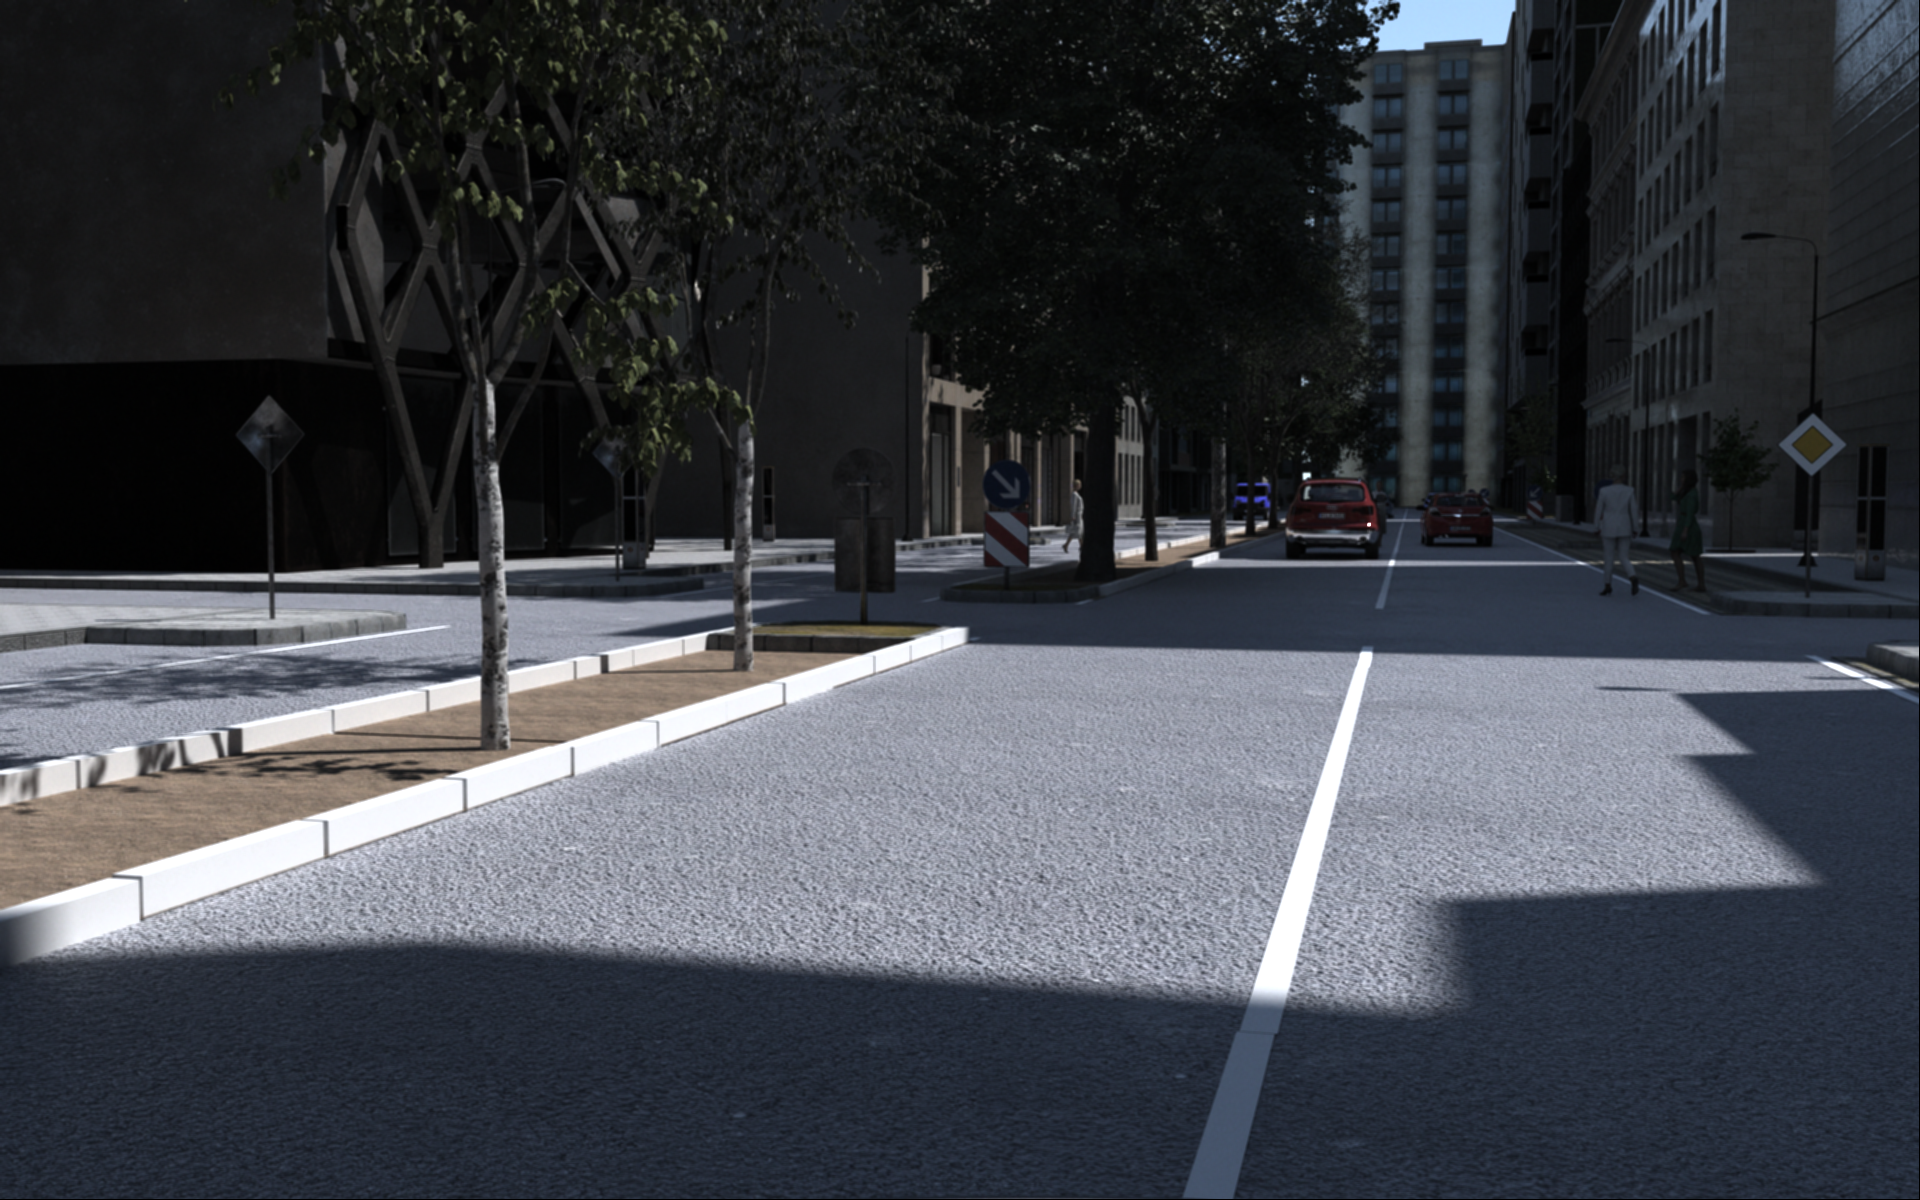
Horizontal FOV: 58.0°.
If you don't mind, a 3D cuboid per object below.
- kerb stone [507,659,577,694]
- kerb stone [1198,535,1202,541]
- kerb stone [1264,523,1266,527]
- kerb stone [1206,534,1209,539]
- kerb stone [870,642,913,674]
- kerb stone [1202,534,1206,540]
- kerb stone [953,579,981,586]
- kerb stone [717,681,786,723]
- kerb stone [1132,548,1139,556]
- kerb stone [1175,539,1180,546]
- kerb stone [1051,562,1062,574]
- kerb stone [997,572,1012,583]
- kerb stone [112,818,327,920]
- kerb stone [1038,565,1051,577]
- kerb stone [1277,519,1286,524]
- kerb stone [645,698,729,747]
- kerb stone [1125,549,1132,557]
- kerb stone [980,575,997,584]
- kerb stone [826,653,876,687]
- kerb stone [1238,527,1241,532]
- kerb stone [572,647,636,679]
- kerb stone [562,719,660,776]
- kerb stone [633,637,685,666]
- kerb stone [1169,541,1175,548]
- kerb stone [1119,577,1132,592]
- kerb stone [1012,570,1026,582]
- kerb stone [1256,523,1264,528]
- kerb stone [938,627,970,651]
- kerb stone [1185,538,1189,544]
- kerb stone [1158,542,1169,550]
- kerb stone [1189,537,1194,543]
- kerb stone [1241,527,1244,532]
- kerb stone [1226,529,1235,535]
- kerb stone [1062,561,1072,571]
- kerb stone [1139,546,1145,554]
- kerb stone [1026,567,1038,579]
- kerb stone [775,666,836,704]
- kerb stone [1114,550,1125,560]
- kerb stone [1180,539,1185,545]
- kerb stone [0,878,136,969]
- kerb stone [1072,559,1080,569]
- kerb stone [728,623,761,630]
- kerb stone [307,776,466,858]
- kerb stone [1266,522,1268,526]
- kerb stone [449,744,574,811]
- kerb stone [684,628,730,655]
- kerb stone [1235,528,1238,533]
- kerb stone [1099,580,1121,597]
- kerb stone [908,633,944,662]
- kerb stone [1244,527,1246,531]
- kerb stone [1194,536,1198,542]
[{"bbox_3d":[-3.148,0.575,12.831,0.120,0.150,1.000,1,4,15],"label":"kerb stone"},{"bbox_3d":[7.062,-1.824,52.024,0.120,0.150,1.000,1,4,15],"label":"kerb stone"},{"bbox_3d":[13.021,-3.222,74.875,0.120,0.150,1.000,1,4,15],"label":"kerb stone"},{"bbox_3d":[7.581,-1.946,54.020,0.120,0.150,1.000,1,4,15],"label":"kerb stone"},{"bbox_3d":[-0.607,0.486,14.255,0.120,0.150,1.000,1,4,15],"label":"kerb stone"},{"bbox_3d":[7.326,-1.885,53.019,0.120,0.150,1.000,1,4,15],"label":"kerb stone"},{"bbox_3d":[0.083,-0.180,25.233,0.120,0.150,1.000,1,4,15],"label":"kerb stone"},{"bbox_3d":[-1.386,0.671,11.288,0.120,0.150,1.000,1,4,15],"label":"kerb stone"},{"bbox_3d":[3.957,-1.096,40.111,0.120,0.150,1.000,1,4,15],"label":"kerb stone"},{"bbox_3d":[5.775,-1.521,47.065,0.120,0.150,1.000,1,4,15],"label":"kerb stone"},{"bbox_3d":[1.640,-0.547,31.180,0.120,0.150,1.000,1,4,15],"label":"kerb stone"},{"bbox_3d":[0.600,-0.307,27.216,0.120,0.150,1.000,1,4,15],"label":"kerb stone"},{"bbox_3d":[-2.677,0.971,6.316,0.120,0.150,1.000,1,4,15],"label":"kerb stone"},{"bbox_3d":[1.379,-0.489,30.192,0.120,0.150,1.000,1,4,15],"label":"kerb stone"},{"bbox_3d":[16.122,-3.951,86.790,0.120,0.150,1.000,1,4,15],"label":"kerb stone"},{"bbox_3d":[-1.635,0.728,10.293,0.120,0.150,1.000,1,4,15],"label":"kerb stone"},{"bbox_3d":[3.700,-1.031,39.116,0.120,0.150,1.000,1,4,15],"label":"kerb stone"},{"bbox_3d":[0.341,-0.245,26.223,0.120,0.150,1.000,1,4,15],"label":"kerb stone"},{"bbox_3d":[-0.868,0.548,13.267,0.120,0.150,1.000,1,4,15],"label":"kerb stone"},{"bbox_3d":[10.175,-2.552,63.955,0.120,0.150,1.000,1,4,15],"label":"kerb stone"},{"bbox_3d":[-2.883,0.512,13.821,0.120,0.150,1.000,1,4,15],"label":"kerb stone"},{"bbox_3d":[-1.894,0.792,9.305,0.120,0.150,1.000,1,4,15],"label":"kerb stone"},{"bbox_3d":[-2.630,0.452,14.812,0.120,0.150,1.000,1,4,15],"label":"kerb stone"},{"bbox_3d":[5.528,-1.460,46.072,0.120,0.150,1.000,1,4,15],"label":"kerb stone"},{"bbox_3d":[2.377,-0.214,25.702,0.120,0.150,1.000,1,4,15],"label":"kerb stone"},{"bbox_3d":[0.861,-0.367,28.204,0.120,0.150,1.000,1,4,15],"label":"kerb stone"},{"bbox_3d":[12.751,-3.160,73.889,0.120,0.150,1.000,1,4,15],"label":"kerb stone"},{"bbox_3d":[-0.092,0.365,16.235,0.120,0.150,1.000,1,4,15],"label":"kerb stone"},{"bbox_3d":[6.291,-1.642,49.048,0.120,0.150,1.000,1,4,15],"label":"kerb stone"},{"bbox_3d":[5.253,-1.400,45.083,0.120,0.150,1.000,1,4,15],"label":"kerb stone"},{"bbox_3d":[6.554,-1.701,50.037,0.120,0.150,1.000,1,4,15],"label":"kerb stone"},{"bbox_3d":[10.434,-2.614,64.944,0.120,0.150,1.000,1,4,15],"label":"kerb stone"},{"bbox_3d":[9.655,-2.430,61.971,0.120,0.150,1.000,1,4,15],"label":"kerb stone"},{"bbox_3d":[1.889,-0.611,32.177,0.120,0.150,1.000,1,4,15],"label":"kerb stone"},{"bbox_3d":[4.228,-1.156,41.097,0.120,0.150,1.000,1,4,15],"label":"kerb stone"},{"bbox_3d":[1.116,-0.427,29.194,0.120,0.150,1.000,1,4,15],"label":"kerb stone"},{"bbox_3d":[-1.118,0.607,12.275,0.120,0.150,1.000,1,4,15],"label":"kerb stone"},{"bbox_3d":[3.444,-0.972,38.126,0.120,0.150,1.000,1,4,15],"label":"kerb stone"},{"bbox_3d":[6.038,-1.579,48.058,0.120,0.150,1.000,1,4,15],"label":"kerb stone"},{"bbox_3d":[-2.928,1.039,5.325,0.120,0.150,1.000,1,4,15],"label":"kerb stone"},{"bbox_3d":[2.146,-0.671,33.167,0.120,0.150,1.000,1,4,15],"label":"kerb stone"},{"bbox_3d":[-2.116,0.333,16.793,0.120,0.150,1.000,1,4,15],"label":"kerb stone"},{"bbox_3d":[-2.418,0.912,7.316,0.120,0.150,1.000,1,4,15],"label":"kerb stone"},{"bbox_3d":[13.279,-3.282,75.870,0.120,0.150,1.000,1,4,15],"label":"kerb stone"},{"bbox_3d":[-2.157,0.849,8.314,0.120,0.150,1.000,1,4,15],"label":"kerb stone"},{"bbox_3d":[-2.371,0.391,15.803,0.120,0.150,1.000,1,4,15],"label":"kerb stone"},{"bbox_3d":[9.910,-2.490,62.962,0.120,0.150,1.000,1,4,15],"label":"kerb stone"},{"bbox_3d":[2.118,-0.150,24.705,0.120,0.150,1.000,1,4,15],"label":"kerb stone"},{"bbox_3d":[-0.348,0.427,15.246,0.120,0.150,1.000,1,4,15],"label":"kerb stone"},{"bbox_3d":[10.686,-2.675,65.937,0.120,0.150,1.000,1,4,15],"label":"kerb stone"},{"bbox_3d":[6.812,-1.764,51.033,0.120,0.150,1.000,1,4,15],"label":"kerb stone"}]
